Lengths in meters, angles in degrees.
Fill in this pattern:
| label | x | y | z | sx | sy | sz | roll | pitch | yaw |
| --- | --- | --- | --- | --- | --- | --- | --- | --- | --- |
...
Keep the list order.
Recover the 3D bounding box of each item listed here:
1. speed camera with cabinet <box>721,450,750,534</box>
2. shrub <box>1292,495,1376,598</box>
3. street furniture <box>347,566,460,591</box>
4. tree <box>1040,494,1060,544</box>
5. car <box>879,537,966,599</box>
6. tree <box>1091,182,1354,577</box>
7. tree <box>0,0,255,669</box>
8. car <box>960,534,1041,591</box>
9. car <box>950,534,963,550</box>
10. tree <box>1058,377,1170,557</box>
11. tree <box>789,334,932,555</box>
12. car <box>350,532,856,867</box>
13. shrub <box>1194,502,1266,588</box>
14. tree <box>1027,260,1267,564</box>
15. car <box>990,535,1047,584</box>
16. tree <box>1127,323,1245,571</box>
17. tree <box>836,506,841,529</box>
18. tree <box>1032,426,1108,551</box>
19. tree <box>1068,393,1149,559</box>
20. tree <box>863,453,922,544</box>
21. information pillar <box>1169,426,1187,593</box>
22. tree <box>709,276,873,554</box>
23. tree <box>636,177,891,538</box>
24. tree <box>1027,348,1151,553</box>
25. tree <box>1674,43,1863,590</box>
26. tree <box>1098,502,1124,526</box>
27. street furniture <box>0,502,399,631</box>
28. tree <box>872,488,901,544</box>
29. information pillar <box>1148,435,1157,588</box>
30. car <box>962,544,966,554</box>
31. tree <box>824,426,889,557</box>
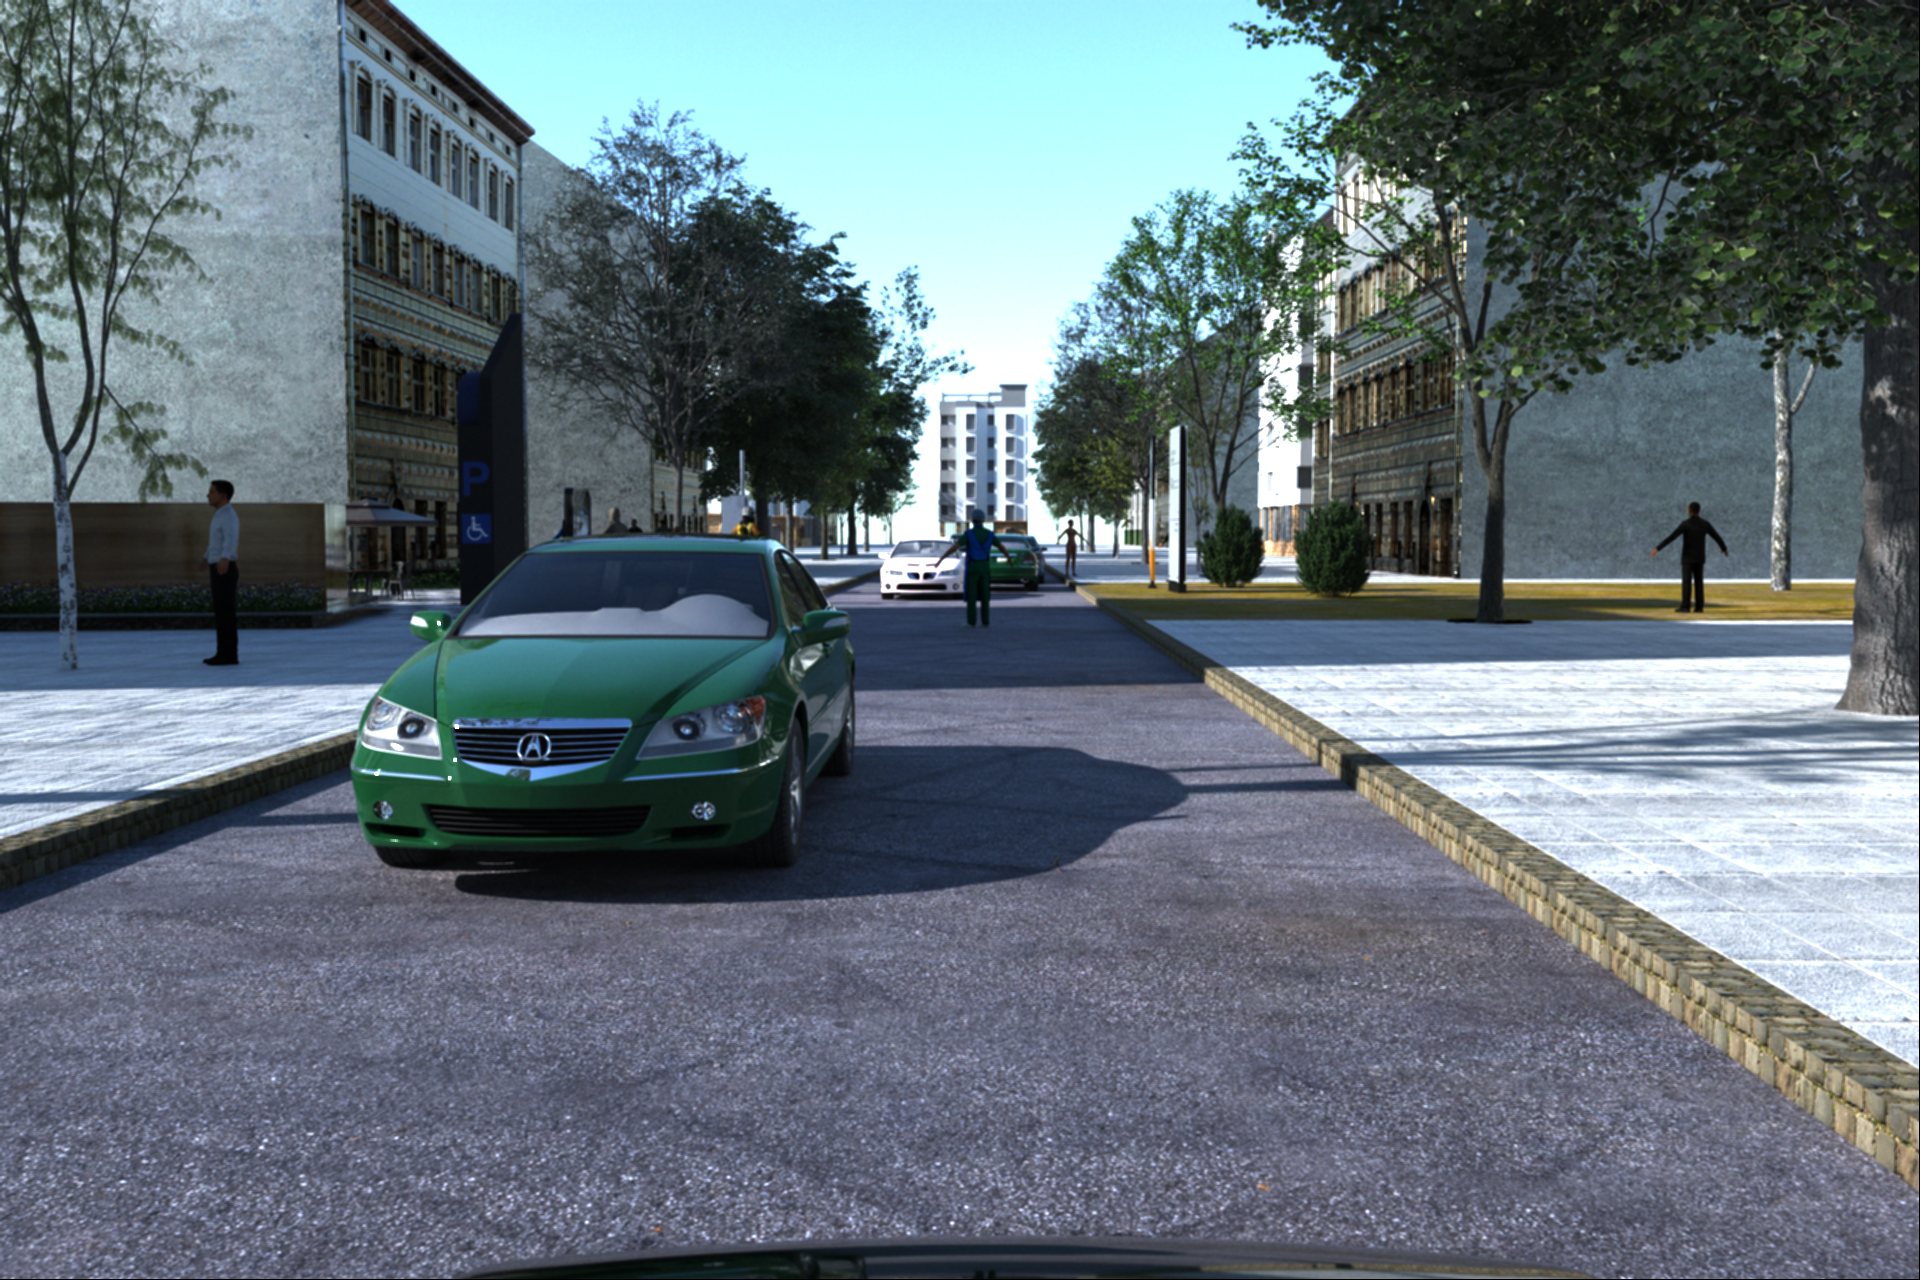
| label | x | y | z | sx | sy | sz | roll | pitch | yaw |
| --- | --- | --- | --- | --- | --- | --- | --- | --- | --- |
| speed camera with cabinet | -5.319 | -2.893 | 41.630 | 0.660 | 3.252 | 2.038 | 0 | 4 | 0 |
| shrub | 7.538 | -1.890 | 34.950 | 1.661 | 2.075 | 1.752 | 0 | 3 | 0 |
| street furniture | -13.058 | -1.548 | 40.940 | 10.072 | 0.657 | 5.734 | -2 | 4 | -25 |
| tree | 12.632 | -16.413 | 218.712 | 4.360 | 8.622 | 3.978 | 0 | 3 | 0 |
| car | -0.774 | -1.660 | 39.497 | 2.083 | 1.381 | 4.827 | 0 | 4 | 1 |
| tree | 7.735 | -7.690 | 51.480 | 9.928 | 11.665 | 9.643 | 0 | 3 | 0 |
| tree | -8.450 | -4.042 | 16.454 | 4.360 | 8.622 | 3.978 | 0 | 3 | 0 |
| car | 1.069 | -2.028 | 44.951 | 2.131 | 1.459 | 4.920 | 0 | 3 | 0 |
| car | 0.041 | -6.692 | 121.218 | 2.131 | 1.459 | 4.920 | 0 | 4 | 1 |
| tree | 9.146 | -10.017 | 98.194 | 7.601 | 10.594 | 8.767 | -1 | 4 | -23 |
| tree | -6.573 | -12.120 | 104.817 | 9.857 | 13.997 | 8.962 | 0 | 3 | 0 |
| car | -1.576 | 0.172 | 8.981 | 2.131 | 1.459 | 4.920 | 0 | 4 | 1 |
| shrub | 6.460 | -2.281 | 41.332 | 1.661 | 2.075 | 1.752 | 0 | 3 | 0 |
| tree | 8.013 | -10.061 | 74.875 | 12.009 | 13.543 | 11.850 | 0 | 3 | 0 |
| car | 1.598 | -2.404 | 51.303 | 2.014 | 1.417 | 4.499 | 0 | 4 | 1 |
| tree | 8.476 | -6.688 | 59.709 | 4.360 | 8.622 | 3.978 | 0 | 3 | 0 |
| tree | -16.322 | -16.753 | 224.277 | 4.737 | 8.622 | 4.395 | 0 | 3 | 0 |
| tree | 8.949 | -12.035 | 131.179 | 7.601 | 10.594 | 8.767 | -1 | 4 | -22 |
| tree | 7.875 | -8.440 | 88.350 | 4.737 | 8.622 | 4.395 | 0 | 3 | 0 |
| tree | -8.826 | -17.781 | 216.473 | 9.928 | 11.665 | 9.643 | 0 | 3 | 0 |
| information pillar | 4.814 | -2.872 | 38.278 | 0.184 | 3.620 | 1.656 | 0 | 4 | -1 |
| tree | -7.812 | -9.603 | 75.140 | 7.486 | 12.596 | 7.792 | 0 | 3 | 0 |
| tree | -7.100 | -9.520 | 62.314 | 9.857 | 13.997 | 8.962 | 0 | 3 | 0 |
| tree | 8.898 | -12.956 | 118.492 | 9.857 | 13.997 | 8.962 | 0 | 3 | 0 |
| tree | 17.669 | -11.129 | 37.844 | 12.611 | 20.169 | 13.585 | 0 | 3 | 0 |
| tree | 21.208 | -18.923 | 216.042 | 9.857 | 13.997 | 8.962 | 0 | 3 | 0 |
| street furniture | -13.309 | -1.138 | 25.456 | 9.812 | 1.723 | 11.010 | -1 | 4 | -11 |
| tree | -9.805 | -16.752 | 224.256 | 4.737 | 8.622 | 4.395 | 0 | 3 | 0 |
| information pillar | 4.580 | -3.048 | 41.183 | 0.183 | 3.616 | 0.504 | 0 | 4 | 1 |
| car | 1.006 | -5.861 | 104.623 | 1.959 | 1.807 | 4.718 | 0 | 4 | 1 |
| tree | -6.676 | -8.897 | 95.830 | 4.360 | 8.622 | 3.978 | 0 | 3 | 0 |
